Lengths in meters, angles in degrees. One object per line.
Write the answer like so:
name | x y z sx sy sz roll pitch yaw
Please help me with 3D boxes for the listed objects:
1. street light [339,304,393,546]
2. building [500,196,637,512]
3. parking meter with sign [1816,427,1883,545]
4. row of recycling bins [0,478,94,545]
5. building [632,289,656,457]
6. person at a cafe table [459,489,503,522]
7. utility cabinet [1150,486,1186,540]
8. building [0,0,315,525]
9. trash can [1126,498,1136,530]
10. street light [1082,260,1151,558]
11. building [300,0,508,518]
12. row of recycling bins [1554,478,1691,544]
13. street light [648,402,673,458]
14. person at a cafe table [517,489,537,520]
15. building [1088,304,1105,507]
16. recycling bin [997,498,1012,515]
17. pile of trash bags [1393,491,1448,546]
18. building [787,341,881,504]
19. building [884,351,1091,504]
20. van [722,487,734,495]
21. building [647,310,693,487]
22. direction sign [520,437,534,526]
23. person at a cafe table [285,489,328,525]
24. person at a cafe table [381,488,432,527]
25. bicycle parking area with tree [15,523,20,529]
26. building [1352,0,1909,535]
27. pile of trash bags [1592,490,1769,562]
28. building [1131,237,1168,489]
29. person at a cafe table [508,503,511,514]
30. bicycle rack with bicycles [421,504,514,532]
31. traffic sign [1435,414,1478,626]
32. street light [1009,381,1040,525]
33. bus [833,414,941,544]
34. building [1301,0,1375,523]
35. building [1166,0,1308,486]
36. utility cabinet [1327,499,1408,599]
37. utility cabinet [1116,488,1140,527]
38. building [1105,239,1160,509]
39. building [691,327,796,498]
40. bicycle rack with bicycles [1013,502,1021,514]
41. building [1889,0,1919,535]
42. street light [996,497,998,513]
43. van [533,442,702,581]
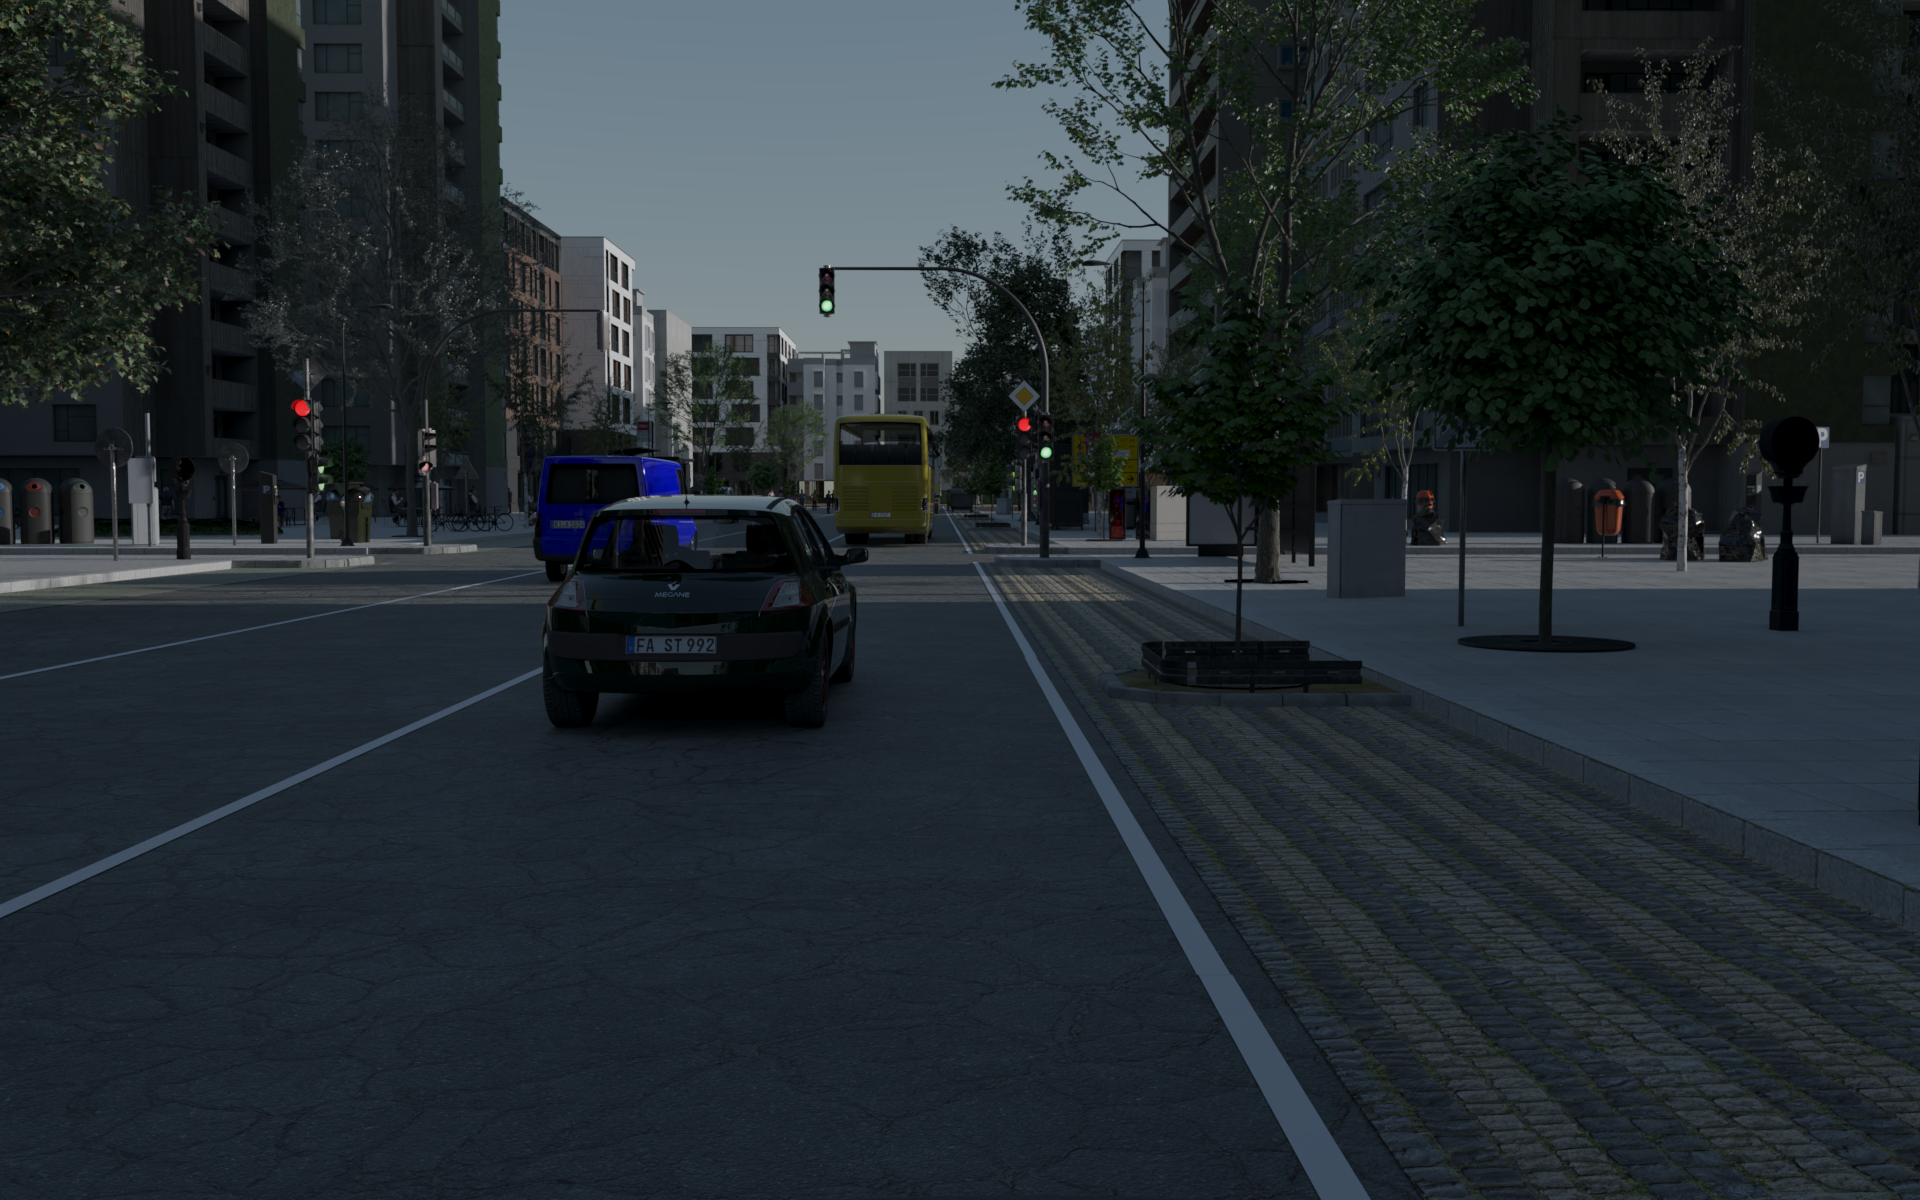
street light | -14.546 -4.277 42.473 1.470 5.913 1.316 0 4 -1
building | -42.036 -17.815 135.245 27.936 21.610 32.646 0 4 -1
parking meter with sign | 22.760 -2.942 44.365 0.543 3.016 1.738 -2 4 -28
row of recycling bins | -24.101 -2.269 44.208 3.534 1.692 1.069 -2 4 -30
building | -35.998 -18.409 157.413 16.016 20.091 11.380 0 4 -1
person at a cafe table | -22.150 -4.330 79.310 1.698 1.524 1.622 1 4 22
utility cabinet | 5.776 -2.376 47.520 1.173 1.500 0.318 -2 4 -30
building | -38.511 -18.675 77.040 14.160 30.474 14.107 0 4 -1
trash can | 6.084 -3.110 62.505 0.748 1.137 0.748 0 3 0
street light | 3.109 -3.791 34.517 1.470 5.913 1.316 0 4 -1
building | -34.829 -25.396 98.820 14.154 41.232 14.086 0 4 -1
row of recycling bins | 17.170 -2.318 45.012 3.534 1.692 1.069 0 4 2
street light | -15.119 -7.015 87.239 1.470 5.913 1.316 0 4 -1
person at a cafe table | -20.895 -4.669 84.847 1.698 1.524 1.622 3 4 36
building | 20.802 -19.659 177.851 16.016 20.091 11.380 0 4 -1
recycling bin | 2.778 -5.887 108.800 0.722 1.027 0.722 2 4 30
pile of trash bags | 11.587 -2.116 44.341 1.912 1.369 3.447 2 4 26
building | -16.000 -22.274 220.606 11.380 20.091 16.016 0 4 -1
building | 6.263 -21.768 222.358 31.486 18.905 16.747 0 4 -1
van | -13.813 -5.615 98.820 2.013 2.044 4.112 0 4 0
building | -43.923 -18.834 174.390 31.486 18.905 16.747 0 4 -1
direction sign | -17.233 -4.708 68.979 0.876 3.537 0.379 3 5 39
person at a cafe table | -27.010 -3.863 71.671 1.622 1.524 1.698 -3 4 -37
person at a cafe table | -21.675 -3.608 67.500 1.622 1.524 1.698 -3 4 -36
bicycle parking area with tree | -38.272 -4.708 63.978 9.016 4.147 8.231 -1 4 -19
building | 22.289 -17.652 60.314 14.107 30.474 14.160 0 4 -1
pile of trash bags | 14.161 -1.491 34.131 3.447 1.369 1.912 3 5 42
building | 21.380 -16.939 133.374 16.016 20.091 11.380 0 4 -1
person at a cafe table | -30.215 -6.258 113.176 1.726 1.238 1.698 3 5 43
bicycle rack with bicycles | -16.850 -2.826 59.595 2.925 0.926 2.852 0 4 -7
traffic sign | 4.858 -0.893 16.728 0.606 2.300 0.079 0 4 6
street light | 2.706 -6.048 71.426 1.470 5.913 1.316 0 4 -1
bus | -2.104 -3.727 52.478 2.896 3.916 12.252 0 4 0
building | 30.344 -24.006 84.375 32.217 40.220 23.993 0 4 -1
building | 24.896 -29.550 106.851 21.300 48.544 21.600 0 4 -1
utility cabinet | 5.058 -0.636 21.559 1.020 1.237 0.306 -2 4 -25
utility cabinet | 6.508 -3.566 66.977 1.173 1.500 0.318 1 4 13
building | 26.702 -19.064 155.671 27.936 21.610 32.646 0 4 -1
building | -38.504 -23.347 225.698 32.646 21.610 27.936 0 4 -1
bicycle rack with bicycles | 5.129 -6.150 113.933 2.925 0.926 2.852 2 4 24
building | 39.602 -38.179 62.478 20.611 71.187 20.563 0 4 -1
street light | 2.017 -8.810 116.591 1.470 5.913 1.316 0 4 -1
van | -5.852 -1.577 30.167 2.240 2.365 5.245 0 4 0
